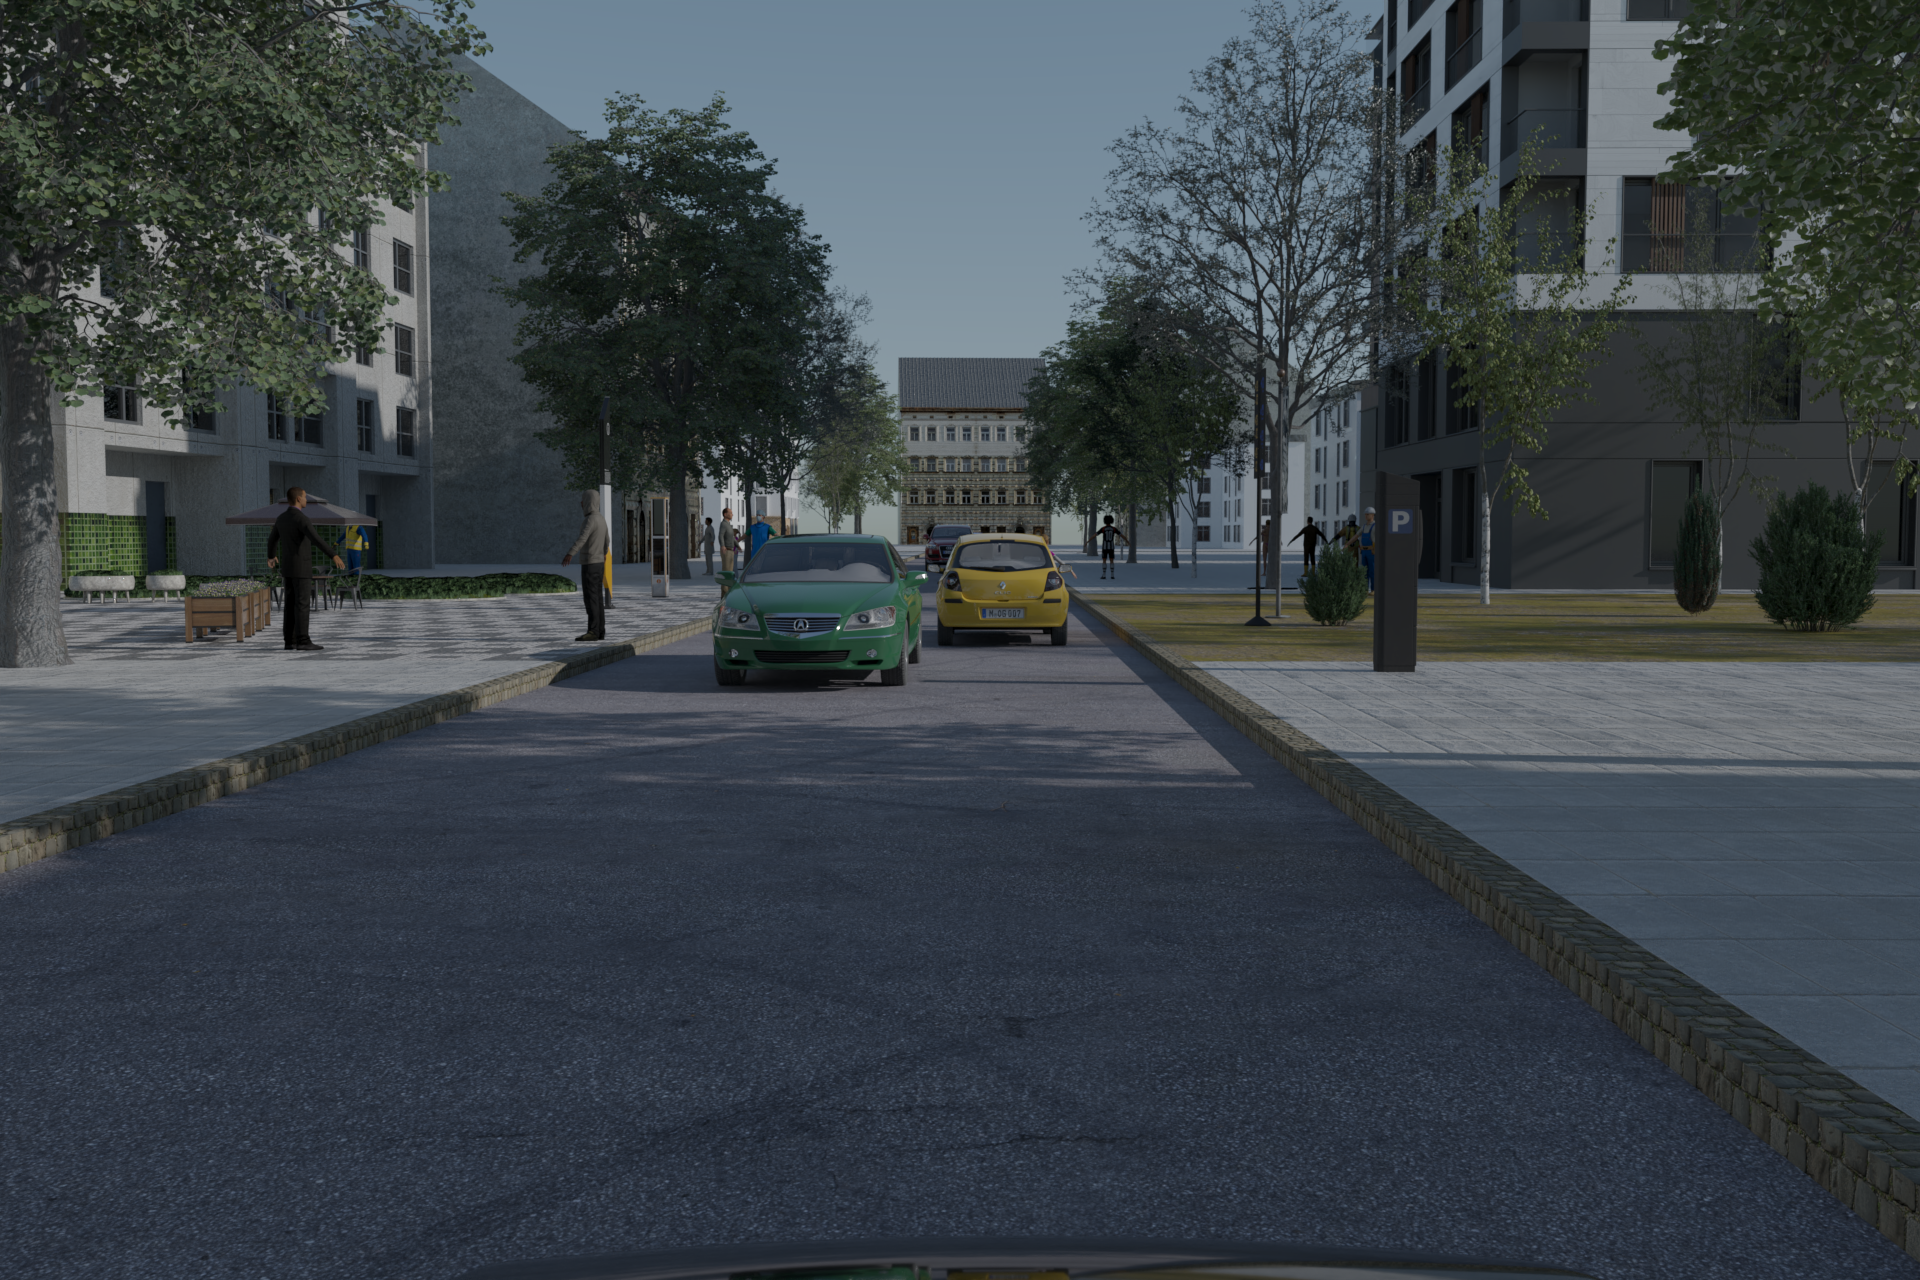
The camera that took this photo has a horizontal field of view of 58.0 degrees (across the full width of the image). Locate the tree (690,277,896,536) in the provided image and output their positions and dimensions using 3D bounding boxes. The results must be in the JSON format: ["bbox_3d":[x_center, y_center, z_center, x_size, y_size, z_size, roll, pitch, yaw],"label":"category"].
[{"bbox_3d":[-7.963,-10.248,77.926,12.009,13.543,11.850,0,3,0],"label":"tree"}]

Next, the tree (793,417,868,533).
[{"bbox_3d":[-6.665,-8.889,95.697,4.360,8.622,3.978,0,3,0],"label":"tree"}]

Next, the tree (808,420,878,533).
[{"bbox_3d":[-7.101,-9.318,102.709,4.737,8.622,4.395,0,3,0],"label":"tree"}]

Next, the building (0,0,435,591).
[{"bbox_3d":[-28.066,-11.070,47.459,16.747,18.905,31.486,0,4,2],"label":"building"}]

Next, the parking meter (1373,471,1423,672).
[{"bbox_3d":[4.080,-0.638,16.143,0.399,1.863,0.255,0,4,1],"label":"parking meter"}]

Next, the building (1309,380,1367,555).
[{"bbox_3d":[26.011,-9.310,94.368,9.099,9.664,28.070,0,4,1],"label":"building"}]

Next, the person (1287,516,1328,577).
[{"bbox_3d":[10.438,-2.790,51.761,1.346,1.812,0.704,-1,4,-14],"label":"person"}]

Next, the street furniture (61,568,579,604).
[{"bbox_3d":[-12.795,-1.193,35.128,10.072,0.657,5.734,-1,4,-16],"label":"street furniture"}]

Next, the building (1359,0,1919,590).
[{"bbox_3d":[26.914,-12.930,55.382,27.936,21.610,32.646,0,4,1],"label":"building"}]

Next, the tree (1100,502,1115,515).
[{"bbox_3d":[20.830,-17.144,214.721,7.601,10.594,8.767,0,4,4],"label":"tree"}]

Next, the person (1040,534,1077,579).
[{"bbox_3d":[1.289,-0.882,26.152,0.991,1.433,0.599,2,4,26],"label":"person"}]

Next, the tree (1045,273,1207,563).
[{"bbox_3d":[7.573,-9.675,76.305,7.486,12.596,7.792,0,3,0],"label":"tree"}]

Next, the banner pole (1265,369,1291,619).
[{"bbox_3d":[4.865,-2.209,26.129,0.401,3.779,0.863,0,4,-1],"label":"banner pole"}]

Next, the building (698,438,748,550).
[{"bbox_3d":[-23.508,-13.049,155.491,9.099,9.664,28.070,0,4,2],"label":"building"}]

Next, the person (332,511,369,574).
[{"bbox_3d":[-14.548,-2.172,41.477,1.349,1.833,0.705,2,4,35],"label":"person"}]

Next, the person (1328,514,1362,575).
[{"bbox_3d":[11.075,-2.641,48.956,1.354,1.858,0.705,1,4,10],"label":"person"}]

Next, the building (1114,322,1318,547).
[{"bbox_3d":[26.500,-21.599,184.078,19.493,23.208,18.063,0,4,1],"label":"building"}]

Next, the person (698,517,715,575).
[{"bbox_3d":[-7.839,-2.918,53.892,0.705,1.806,1.347,-2,4,-26],"label":"person"}]

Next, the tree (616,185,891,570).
[{"bbox_3d":[-7.449,-9.221,61.134,12.009,13.543,11.850,0,3,0],"label":"tree"}]

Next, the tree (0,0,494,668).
[{"bbox_3d":[-9.174,-6.717,16.472,9.857,13.997,8.962,0,3,0],"label":"tree"}]

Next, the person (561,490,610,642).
[{"bbox_3d":[-4.445,-0.898,20.811,0.705,1.813,1.348,0,4,7],"label":"person"}]

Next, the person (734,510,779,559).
[{"bbox_3d":[-4.427,-1.968,38.305,1.347,1.817,0.704,1,4,15],"label":"person"}]

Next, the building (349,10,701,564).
[{"bbox_3d":[-23.203,-15.352,81.929,19.493,23.208,18.063,0,4,2],"label":"building"}]

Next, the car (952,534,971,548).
[{"bbox_3d":[0.774,-2.977,60.470,2.131,1.459,4.920,0,4,1],"label":"car"}]

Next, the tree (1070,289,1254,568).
[{"bbox_3d":[7.717,-7.955,64.469,7.601,10.594,8.767,1,4,18],"label":"tree"}]

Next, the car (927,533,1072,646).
[{"bbox_3d":[0.550,-0.822,23.666,2.015,1.641,3.980,0,4,0],"label":"car"}]

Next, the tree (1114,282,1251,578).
[{"bbox_3d":[6.799,-6.143,50.800,4.737,8.622,4.395,0,3,0],"label":"tree"}]

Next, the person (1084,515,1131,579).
[{"bbox_3d":[4.215,-2.639,49.283,1.345,1.843,0.704,0,4,-4],"label":"person"}]

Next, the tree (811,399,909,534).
[{"bbox_3d":[-7.276,-12.131,124.098,9.928,11.665,9.643,0,3,0],"label":"tree"}]

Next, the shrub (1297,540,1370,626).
[{"bbox_3d":[5.225,-0.802,24.230,1.383,1.207,1.383,0,3,0],"label":"shrub"}]

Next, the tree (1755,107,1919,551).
[{"bbox_3d":[15.457,-4.833,29.387,4.737,8.622,4.395,0,3,0],"label":"tree"}]

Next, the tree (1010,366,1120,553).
[{"bbox_3d":[8.528,-12.557,115.671,12.009,13.543,11.850,0,3,0],"label":"tree"}]

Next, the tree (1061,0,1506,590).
[{"bbox_3d":[7.309,-7.903,39.585,12.009,13.543,11.850,0,3,0],"label":"tree"}]

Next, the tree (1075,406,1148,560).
[{"bbox_3d":[7.959,-8.320,86.387,4.737,8.622,4.395,0,3,0],"label":"tree"}]

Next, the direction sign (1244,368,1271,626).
[{"bbox_3d":[4.164,-1.964,24.110,0.379,3.537,0.876,0,4,1],"label":"direction sign"}]

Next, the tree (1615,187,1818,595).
[{"bbox_3d":[16.227,-5.283,36.734,4.360,8.622,3.978,0,3,0],"label":"tree"}]

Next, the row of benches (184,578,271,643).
[{"bbox_3d":[-9.383,-0.420,22.332,1.422,0.672,4.104,-1,4,-17],"label":"row of benches"}]

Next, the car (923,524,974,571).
[{"bbox_3d":[-0.298,-3.651,68.361,2.281,1.827,5.304,0,4,1],"label":"car"}]

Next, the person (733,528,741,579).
[{"bbox_3d":[-5.777,-2.121,43.940,0.599,1.433,0.991,-1,4,-19],"label":"person"}]

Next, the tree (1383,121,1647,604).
[{"bbox_3d":[9.825,-4.956,31.390,4.737,8.622,4.395,0,3,0],"label":"tree"}]

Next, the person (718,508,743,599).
[{"bbox_3d":[-4.531,-1.690,33.909,0.705,1.796,1.348,0,4,7],"label":"person"}]

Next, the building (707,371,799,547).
[{"bbox_3d":[-22.694,-19.507,175.364,16.016,20.090,11.380,0,4,1],"label":"building"}]

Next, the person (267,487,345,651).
[{"bbox_3d":[-7.306,-0.791,19.162,1.346,1.802,0.704,3,4,36],"label":"person"}]

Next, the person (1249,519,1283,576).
[{"bbox_3d":[9.427,-2.844,53.295,1.217,1.733,0.721,-2,4,-24],"label":"person"}]

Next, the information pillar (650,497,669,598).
[{"bbox_3d":[-6.044,-1.860,34.899,0.304,2.012,0.304,0,4,3],"label":"information pillar"}]

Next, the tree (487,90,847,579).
[{"bbox_3d":[-8.113,-8.701,48.911,9.857,13.997,8.962,0,3,0],"label":"tree"}]

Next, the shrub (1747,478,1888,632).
[{"bbox_3d":[11.281,-1.127,22.846,1.690,2.028,1.600,0,3,0],"label":"shrub"}]

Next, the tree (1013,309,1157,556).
[{"bbox_3d":[7.737,-11.817,99.867,9.857,13.997,8.962,0,3,0],"label":"tree"}]

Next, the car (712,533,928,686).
[{"bbox_3d":[-1.368,-0.371,17.872,2.131,1.459,4.920,0,4,1],"label":"car"}]

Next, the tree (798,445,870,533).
[{"bbox_3d":[-15.980,-18.346,210.320,12.009,13.543,11.850,0,3,0],"label":"tree"}]

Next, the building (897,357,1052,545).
[{"bbox_3d":[1.429,-23.303,214.387,18.063,23.208,19.493,0,4,-3],"label":"building"}]

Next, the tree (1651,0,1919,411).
[{"bbox_3d":[6.526,-5.533,8.598,7.486,12.596,7.792,0,3,0],"label":"tree"}]

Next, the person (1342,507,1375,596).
[{"bbox_3d":[8.558,-1.861,36.282,0.705,1.847,1.347,-2,4,-33],"label":"person"}]

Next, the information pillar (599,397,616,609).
[{"bbox_3d":[-6.024,-2.330,29.449,0.183,3.616,0.504,0,4,1],"label":"information pillar"}]

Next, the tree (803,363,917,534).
[{"bbox_3d":[-6.707,-12.047,115.088,7.486,12.596,7.792,0,3,0],"label":"tree"}]

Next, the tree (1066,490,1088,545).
[{"bbox_3d":[14.572,-15.851,209.529,4.737,8.622,4.395,0,3,0],"label":"tree"}]

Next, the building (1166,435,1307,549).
[{"bbox_3d":[24.909,-13.334,160.165,9.099,9.664,28.070,0,4,1],"label":"building"}]
